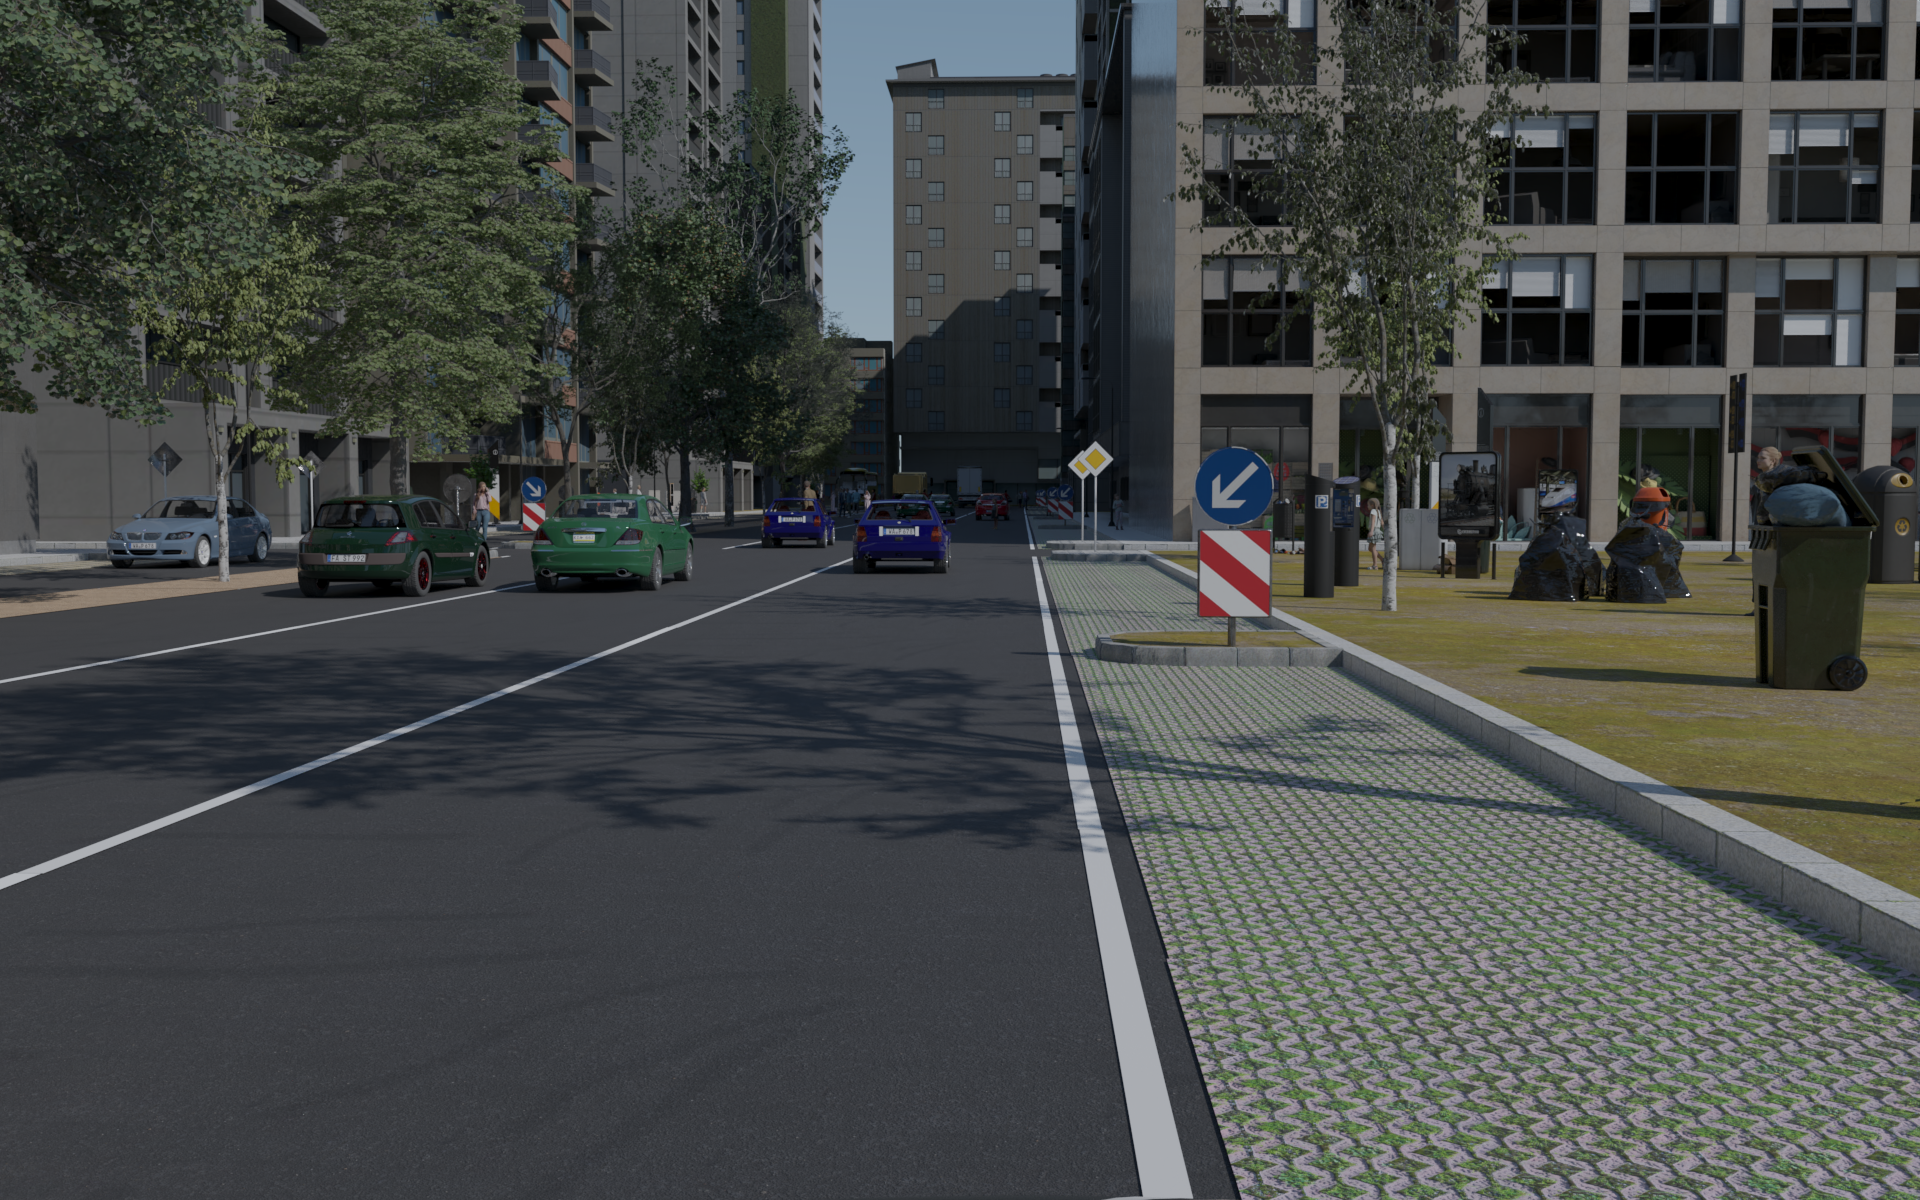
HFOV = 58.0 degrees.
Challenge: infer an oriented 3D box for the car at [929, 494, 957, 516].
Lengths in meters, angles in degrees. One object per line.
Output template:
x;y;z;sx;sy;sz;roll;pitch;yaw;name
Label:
-1.247;-6.172;112.717;2.131;1.459;4.920;0;4;1;car

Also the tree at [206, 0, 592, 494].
-11.369;-6.992;34.906;7.486;12.596;7.792;0;3;0;tree

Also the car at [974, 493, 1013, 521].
1.812;-5.279;95.353;2.155;1.783;4.494;0;4;3;car

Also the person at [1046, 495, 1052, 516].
5.802;-6.282;111.020;0.447;1.846;0.655;-3;4;-37;person

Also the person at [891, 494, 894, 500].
-7.375;-11.133;193.749;0.599;1.433;0.991;-3;5;-40;person

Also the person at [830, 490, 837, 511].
-9.742;-7.590;133.270;0.621;1.740;0.551;1;4;16;person

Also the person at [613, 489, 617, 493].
-21.003;-5.972;105.492;0.330;1.601;0.589;0;4;-4;person

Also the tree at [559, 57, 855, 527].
-11.258;-13.308;75.934;12.611;20.169;13.585;0;3;0;tree

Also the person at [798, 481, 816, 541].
-4.586;-2.737;53.160;0.836;1.842;0.656;0;4;-4;person

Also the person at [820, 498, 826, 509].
-7.249;-4.793;91.532;0.362;1.253;0.373;-3;4;-36;person

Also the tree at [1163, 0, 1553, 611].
4.506;-4.181;18.718;4.360;8.622;3.978;0;3;0;tree

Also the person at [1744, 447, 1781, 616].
8.507;-0.714;18.145;0.534;1.772;0.576;0;4;1;person

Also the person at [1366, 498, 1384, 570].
7.043;-1.113;29.250;0.382;1.210;0.505;2;4;26;person

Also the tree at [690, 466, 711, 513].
-18.004;-7.622;119.217;1.663;3.219;1.824;0;3;0;tree

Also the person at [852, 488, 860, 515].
-7.194;-6.788;119.497;0.660;1.820;0.620;0;4;-1;person

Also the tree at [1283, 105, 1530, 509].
8.317;-5.015;32.359;4.737;8.622;4.395;0;3;0;tree

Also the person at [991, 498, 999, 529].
1.411;-3.507;70.507;0.373;1.253;0.362;-2;4;-29;person

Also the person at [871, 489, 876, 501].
-6.423;-7.347;128.587;0.705;1.831;1.348;0;4;6;person

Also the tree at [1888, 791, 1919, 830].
4.377;-4.935;6.443;9.928;11.665;9.643;0;3;0;tree

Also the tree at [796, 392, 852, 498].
-8.831;-9.604;109.852;4.360;8.622;3.978;0;3;0;tree

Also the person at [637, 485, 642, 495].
-19.953;-6.204;107.356;0.818;1.842;0.514;-2;4;-35;person

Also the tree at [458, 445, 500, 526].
-19.184;-4.548;68.960;1.663;3.219;1.824;0;3;0;tree

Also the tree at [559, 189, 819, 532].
-10.318;-8.890;64.816;9.611;12.733;9.660;0;3;0;tree

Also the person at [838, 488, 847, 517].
-7.266;-6.054;107.669;0.721;1.800;0.419;-1;4;-13;person

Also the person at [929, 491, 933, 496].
-3.257;-11.577;197.748;1.348;1.831;0.705;1;4;14;person

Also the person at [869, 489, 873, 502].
-6.618;-7.538;131.756;0.705;1.824;1.348;-2;4;-23;person

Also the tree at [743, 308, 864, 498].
-9.482;-11.202;103.740;7.486;12.596;7.792;0;3;0;tree

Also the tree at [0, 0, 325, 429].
-12.013;-6.750;19.483;9.857;13.997;8.962;0;3;0;tree

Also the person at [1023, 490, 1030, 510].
5.861;-8.811;152.434;0.709;1.838;0.599;-3;5;-43;person

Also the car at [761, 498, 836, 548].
-4.373;-2.113;47.134;1.945;1.354;3.894;0;4;1;car

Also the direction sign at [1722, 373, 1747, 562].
14.704;-2.497;32.824;0.379;3.537;0.876;0;4;6;direction sign

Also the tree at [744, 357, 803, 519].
-9.703;-8.119;85.570;4.737;8.622;4.395;0;3;0;tree

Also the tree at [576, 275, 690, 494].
-11.038;-6.426;57.888;4.360;8.622;3.978;0;3;0;tree

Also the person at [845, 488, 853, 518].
-6.692;-5.855;104.580;0.444;1.785;0.601;-1;4;-23;person

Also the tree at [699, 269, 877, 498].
-9.595;-11.074;93.879;12.009;13.543;11.850;0;3;0;tree

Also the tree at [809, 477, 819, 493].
-15.258;-11.096;176.021;1.663;3.219;1.824;0;3;0;tree

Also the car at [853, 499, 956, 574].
-1.056;-1.223;32.572;1.945;1.354;3.894;0;4;1;car

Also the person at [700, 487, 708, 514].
-16.771;-6.513;113.276;0.466;1.731;0.760;0;4;8;person

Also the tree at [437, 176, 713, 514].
-11.087;-6.883;49.400;8.767;10.594;7.601;0;4;2;tree

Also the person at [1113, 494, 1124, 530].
5.689;-3.152;61.860;0.425;1.301;0.394;-2;4;-29;person

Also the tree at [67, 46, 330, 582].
-11.951;-4.580;27.707;4.737;8.622;4.395;0;3;0;tree

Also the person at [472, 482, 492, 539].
-12.712;-2.252;45.903;0.593;1.750;0.643;-1;4;-14;person
